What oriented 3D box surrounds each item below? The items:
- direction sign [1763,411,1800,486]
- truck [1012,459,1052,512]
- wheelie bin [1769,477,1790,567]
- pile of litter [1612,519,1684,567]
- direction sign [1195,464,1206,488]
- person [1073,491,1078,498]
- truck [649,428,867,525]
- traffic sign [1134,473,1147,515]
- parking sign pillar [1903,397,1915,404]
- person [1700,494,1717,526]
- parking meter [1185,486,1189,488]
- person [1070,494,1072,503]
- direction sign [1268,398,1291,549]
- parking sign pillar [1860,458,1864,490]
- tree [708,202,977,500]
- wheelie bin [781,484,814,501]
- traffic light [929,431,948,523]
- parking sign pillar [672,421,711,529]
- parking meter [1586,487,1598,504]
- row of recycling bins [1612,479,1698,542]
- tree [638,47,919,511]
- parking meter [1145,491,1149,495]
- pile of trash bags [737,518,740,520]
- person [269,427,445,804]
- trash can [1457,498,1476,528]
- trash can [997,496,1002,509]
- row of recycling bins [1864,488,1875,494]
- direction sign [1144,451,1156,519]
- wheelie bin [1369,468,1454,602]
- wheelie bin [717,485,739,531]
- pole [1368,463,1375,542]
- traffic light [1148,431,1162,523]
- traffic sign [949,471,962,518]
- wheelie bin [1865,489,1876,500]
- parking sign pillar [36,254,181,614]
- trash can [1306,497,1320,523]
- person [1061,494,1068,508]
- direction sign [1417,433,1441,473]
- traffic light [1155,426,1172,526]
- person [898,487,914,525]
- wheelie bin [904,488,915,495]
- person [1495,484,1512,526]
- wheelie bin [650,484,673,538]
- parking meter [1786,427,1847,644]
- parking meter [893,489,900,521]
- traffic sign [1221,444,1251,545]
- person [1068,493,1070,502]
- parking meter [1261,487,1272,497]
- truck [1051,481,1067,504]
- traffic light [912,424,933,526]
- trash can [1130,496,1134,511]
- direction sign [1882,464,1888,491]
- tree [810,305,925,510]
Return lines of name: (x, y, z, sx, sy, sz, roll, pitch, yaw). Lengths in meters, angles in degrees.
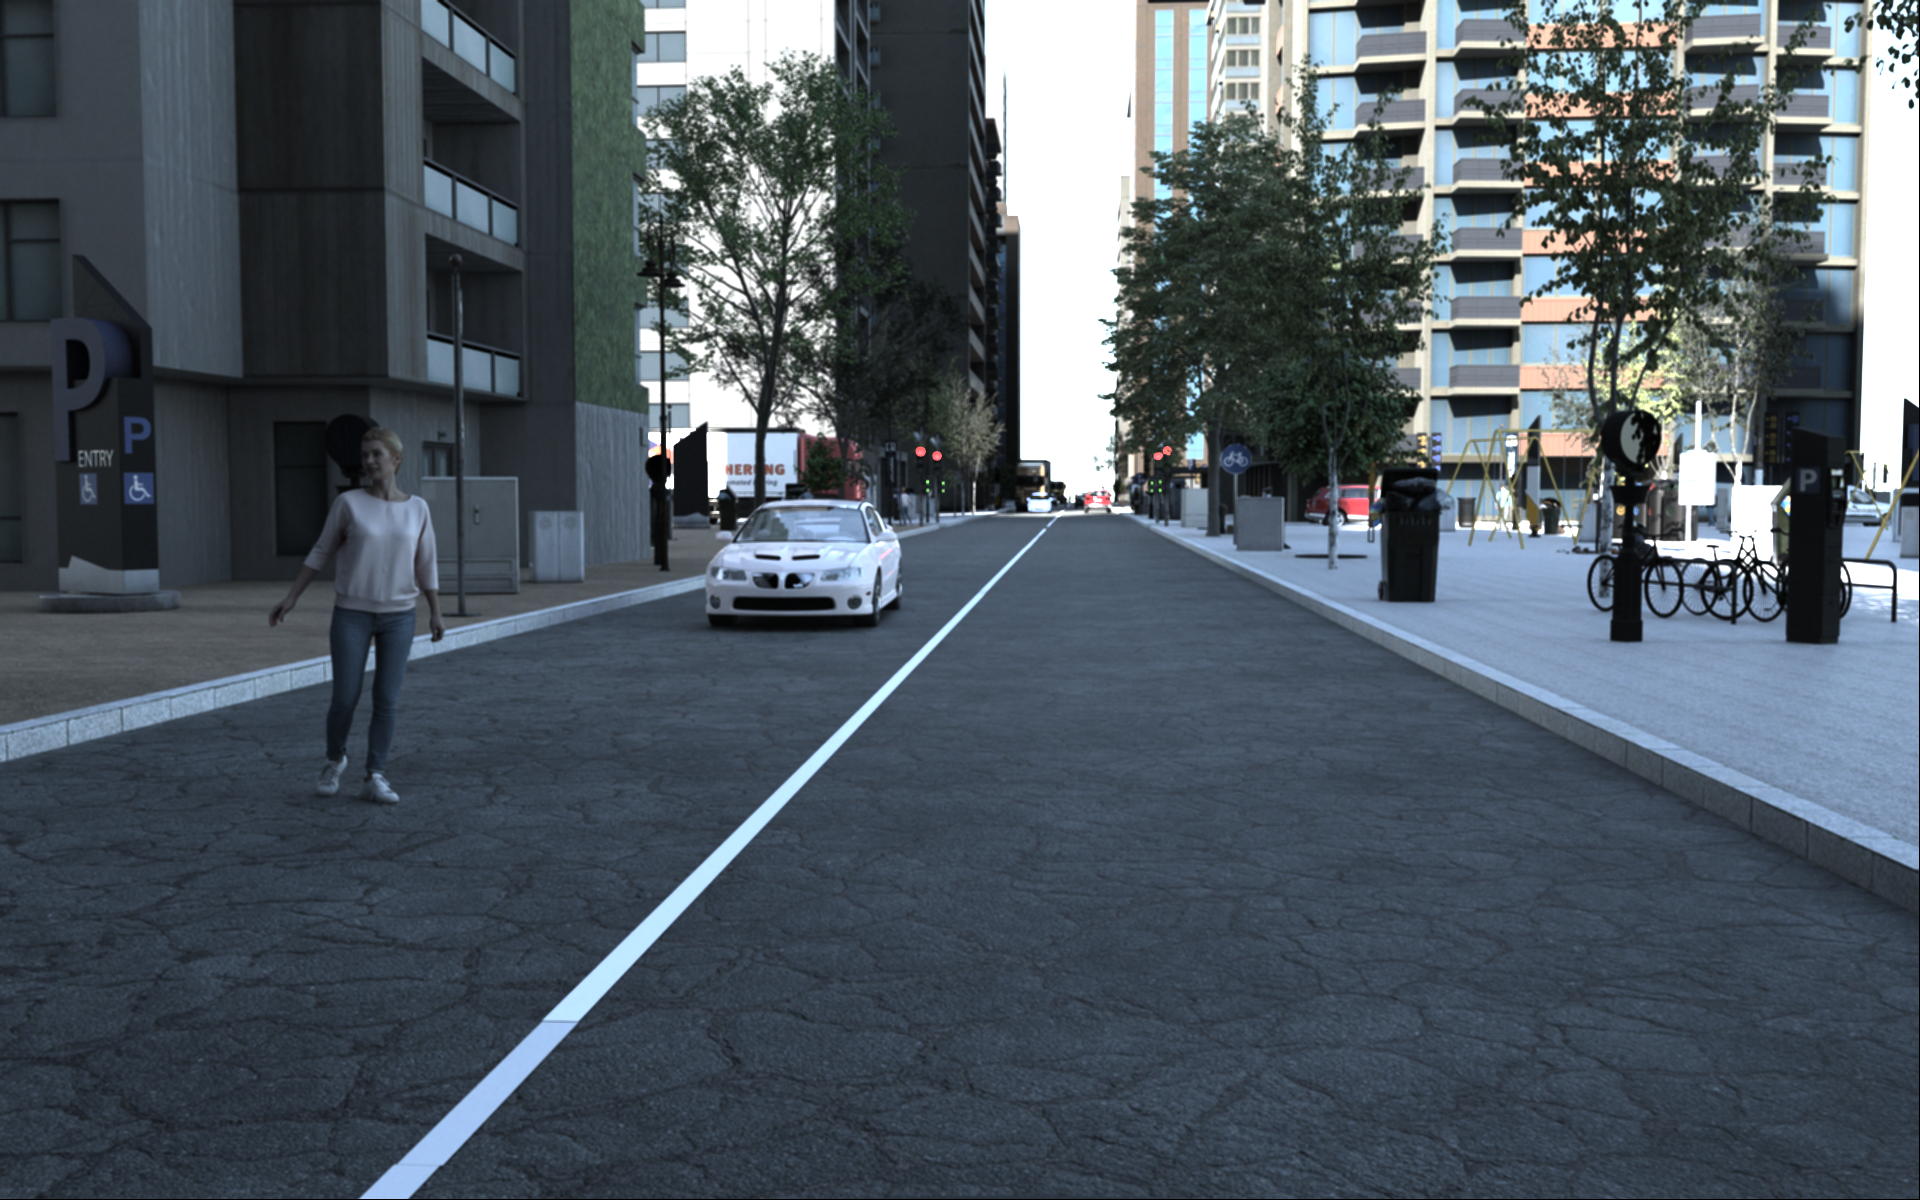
direction sign: (22.584, -3.406, 47.685, 0.876, 3.537, 0.379, 2, 4, 28)
truck: (6.005, -9.347, 141.733, 2.839, 4.237, 11.283, 0, 4, 6)
wheelie bin: (14.792, -1.399, 30.783, 0.693, 1.594, 0.980, 1, 4, 14)
pile of litter: (12.351, -1.062, 31.329, 1.176, 0.858, 1.719, 0, 4, -6)
direction sign: (18.325, -8.553, 131.830, 0.876, 3.537, 0.379, 2, 4, 29)
person: (15.894, -14.045, 238.151, 0.705, 1.822, 1.348, -2, 4, -23)
truck: (-9.039, -5.223, 74.311, 11.283, 4.237, 2.839, 0, 4, 3)
traffic sign: (10.830, -6.358, 104.058, 0.768, 2.556, 0.104, 0, 4, 4)
parking sign pillar: (26.988, -3.659, 48.303, 1.447, 3.967, 1.447, 0, 4, -1)
person: (31.344, -3.883, 72.335, 0.721, 1.781, 0.623, 3, 4, 36)
parking meter: (16.934, -7.596, 129.909, 0.399, 1.863, 0.255, 3, 4, 36)
person: (17.237, -15.740, 269.070, 0.599, 1.433, 0.991, -1, 4, -10)
direction sign: (7.574, -2.968, 40.529, 0.379, 3.537, 0.876, -3, 5, -43)
parking sign pillar: (48.597, -6.473, 94.306, 1.447, 3.967, 1.447, 0, 4, -5)
tree: (-3.886, -7.416, 55.666, 8.767, 10.594, 7.601, -1, 4, -9)
wheelie bin: (-4.890, -2.702, 52.093, 0.980, 1.594, 0.693, 0, 4, -2)
traffic light: (-0.984, -5.418, 77.497, 0.839, 4.253, 0.868, 0, 4, 4)
parking sign pillar: (-9.994, -4.638, 64.302, 1.447, 3.967, 1.447, 0, 4, -1)
parking meter: (21.648, -3.117, 59.373, 0.372, 1.533, 0.369, 0, 3, 0)
row of recycling bins: (19.300, -2.506, 48.080, 1.069, 1.692, 3.534, 0, 4, -8)
tree: (-4.594, -7.030, 40.694, 9.928, 11.665, 9.643, 0, 3, 0)
parking meter: (12.787, -6.684, 117.700, 0.372, 1.533, 0.369, 0, 3, 0)
pile of trash bags: (-12.482, -4.619, 85.275, 3.447, 1.369, 1.912, 1, 4, 9)
person: (-2.856, 0.065, 8.109, 0.731, 1.740, 0.598, -3, 4, -38)
trash can: (19.207, -3.304, 65.679, 0.748, 1.137, 0.748, 0, 3, 0)
trash can: (3.338, -8.482, 150.330, 0.748, 1.137, 0.748, 0, 3, 0)
row of recycling bins: (62.855, -7.087, 122.984, 3.534, 1.692, 1.069, 2, 4, 25)
direction sign: (10.034, -6.030, 90.579, 0.876, 3.537, 0.379, -1, 4, -10)
wheelie bin: (5.413, -0.784, 20.731, 0.980, 1.594, 0.693, 0, 4, 4)
wheelie bin: (-8.180, -3.246, 60.983, 0.693, 1.594, 0.980, 0, 4, 2)
pole: (10.910, -3.182, 45.863, 0.158, 3.312, 0.155, 0, 3, 0)
traffic light: (8.756, -5.377, 76.843, 0.839, 4.253, 0.868, 0, 4, 4)
traffic sign: (-0.278, -5.783, 94.661, 0.768, 2.556, 0.104, 0, 4, 5)
wheelie bin: (57.769, -6.250, 110.092, 0.693, 1.594, 0.980, 1, 4, 9)
parking sign pillar: (-9.469, -1.877, 19.158, 1.447, 3.967, 1.447, 2, 4, 34)
trash can: (15.616, -3.948, 76.195, 0.748, 1.137, 0.748, 0, 3, 0)
person: (10.481, -9.896, 173.530, 0.697, 1.427, 0.421, -1, 4, -21)
direction sign: (17.328, -4.408, 64.060, 0.876, 3.537, 0.379, 0, 4, 3)
traffic light: (8.205, -4.890, 68.876, 0.839, 4.253, 0.868, 0, 4, 4)
person: (-2.262, -4.014, 74.809, 0.598, 1.740, 0.731, 3, 5, 41)
wheelie bin: (-2.868, -5.396, 96.125, 0.980, 1.594, 0.693, 2, 4, 30)
person: (22.868, -3.953, 72.999, 0.638, 1.841, 0.748, 3, 5, 39)
wheelie bin: (-8.663, -2.566, 49.865, 0.693, 1.594, 0.980, 1, 4, 22)
parking meter: (7.375, -0.562, 14.907, 0.255, 1.863, 0.399, -2, 4, -30)
parking meter: (-3.046, -4.634, 84.171, 0.372, 1.533, 0.369, 0, 3, 0)
traffic sign: (6.984, -2.679, 43.907, 0.768, 2.556, 0.104, 0, 4, 8)
person: (18.994, -17.783, 300.046, 0.445, 1.727, 0.742, 0, 4, 3)
parking meter: (10.530, -3.122, 59.452, 0.372, 1.533, 0.369, 0, 3, 0)
truck: (13.863, -15.622, 251.341, 3.469, 3.379, 9.791, 0, 4, 5)
traffic light: (-1.534, -4.930, 69.531, 0.839, 4.253, 0.868, 0, 4, 4)
trash can: (13.297, -7.362, 132.018, 0.748, 1.137, 0.748, 0, 3, 0)
direction sign: (69.317, -8.429, 129.811, 0.876, 3.537, 0.379, -3, 5, -40)
tree: (-3.524, -7.107, 66.563, 4.360, 8.622, 3.978, 0, 3, 0)
